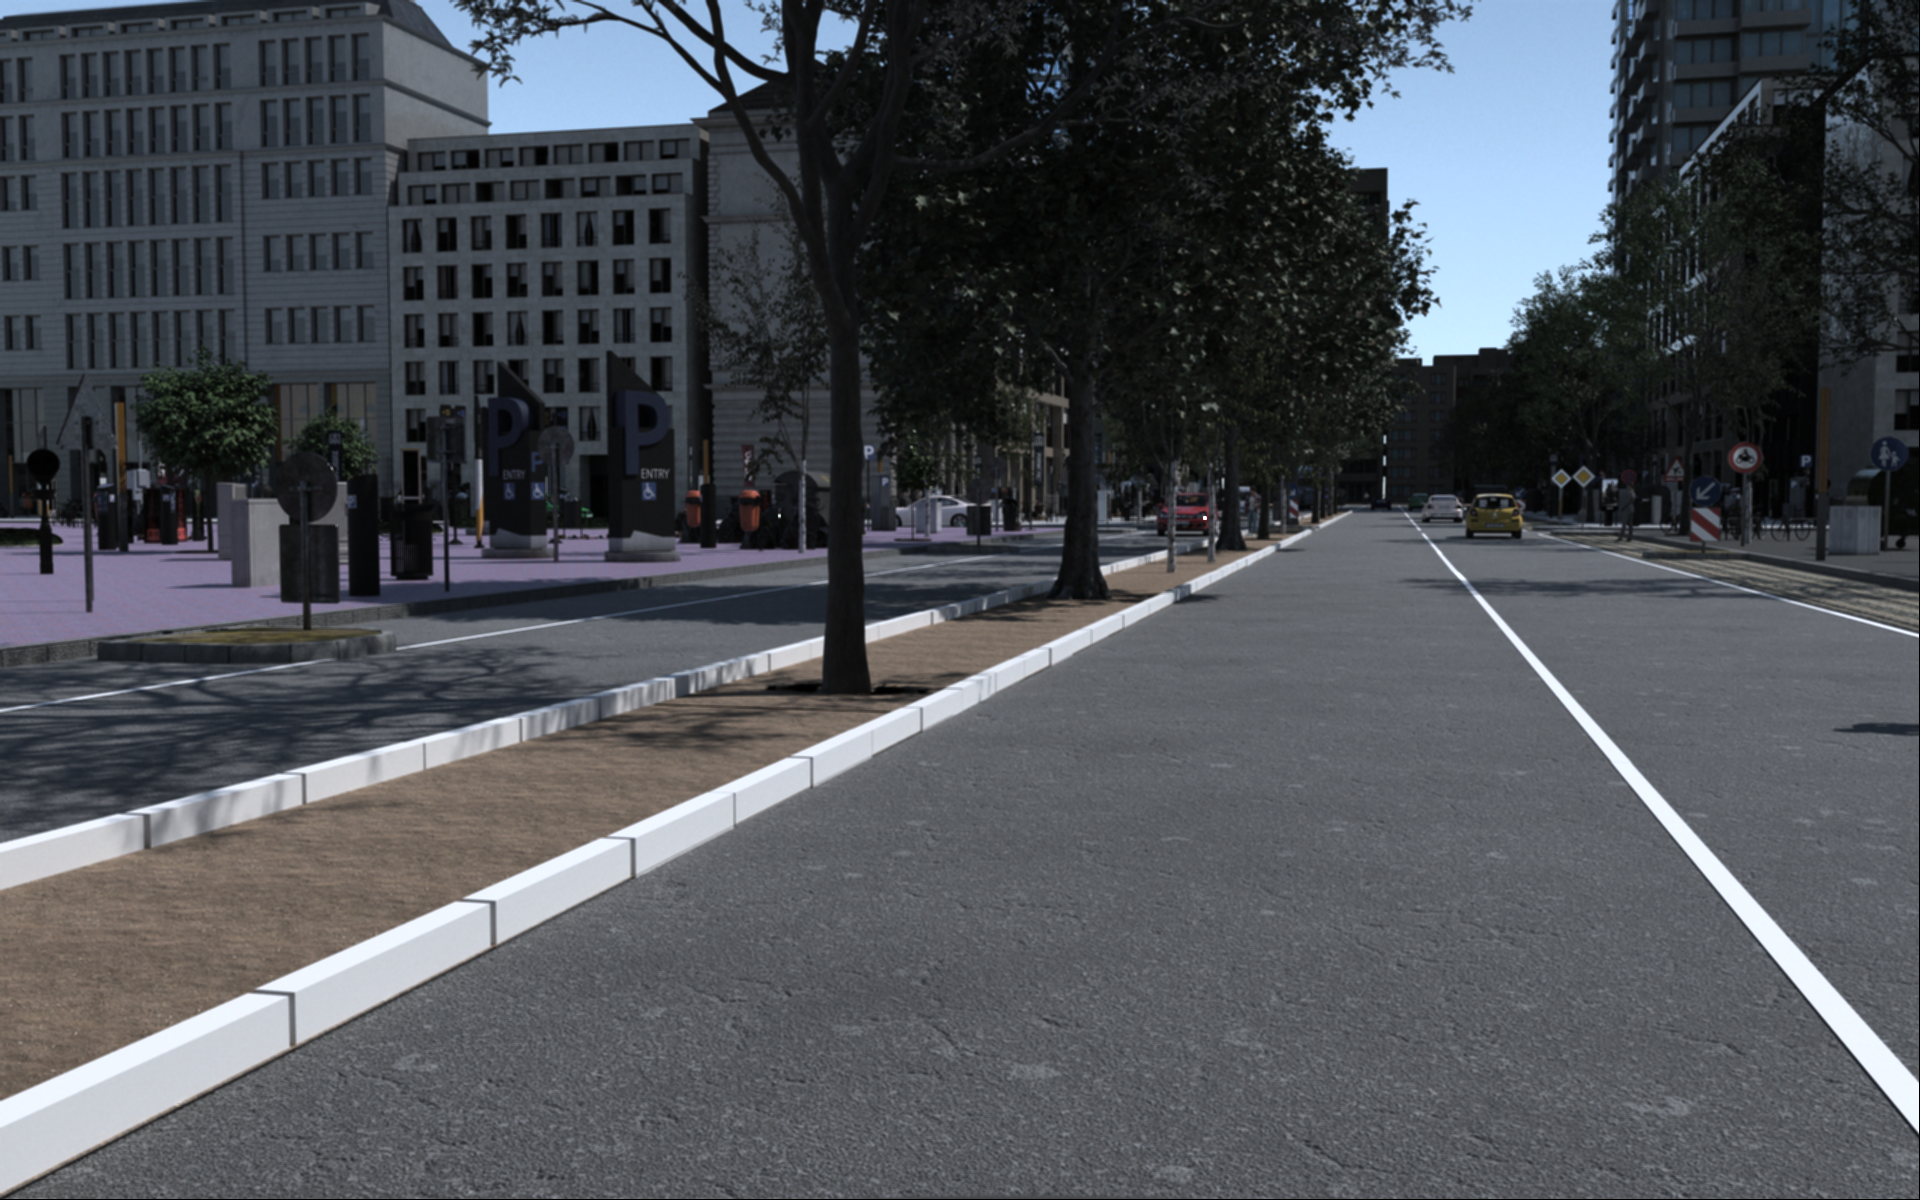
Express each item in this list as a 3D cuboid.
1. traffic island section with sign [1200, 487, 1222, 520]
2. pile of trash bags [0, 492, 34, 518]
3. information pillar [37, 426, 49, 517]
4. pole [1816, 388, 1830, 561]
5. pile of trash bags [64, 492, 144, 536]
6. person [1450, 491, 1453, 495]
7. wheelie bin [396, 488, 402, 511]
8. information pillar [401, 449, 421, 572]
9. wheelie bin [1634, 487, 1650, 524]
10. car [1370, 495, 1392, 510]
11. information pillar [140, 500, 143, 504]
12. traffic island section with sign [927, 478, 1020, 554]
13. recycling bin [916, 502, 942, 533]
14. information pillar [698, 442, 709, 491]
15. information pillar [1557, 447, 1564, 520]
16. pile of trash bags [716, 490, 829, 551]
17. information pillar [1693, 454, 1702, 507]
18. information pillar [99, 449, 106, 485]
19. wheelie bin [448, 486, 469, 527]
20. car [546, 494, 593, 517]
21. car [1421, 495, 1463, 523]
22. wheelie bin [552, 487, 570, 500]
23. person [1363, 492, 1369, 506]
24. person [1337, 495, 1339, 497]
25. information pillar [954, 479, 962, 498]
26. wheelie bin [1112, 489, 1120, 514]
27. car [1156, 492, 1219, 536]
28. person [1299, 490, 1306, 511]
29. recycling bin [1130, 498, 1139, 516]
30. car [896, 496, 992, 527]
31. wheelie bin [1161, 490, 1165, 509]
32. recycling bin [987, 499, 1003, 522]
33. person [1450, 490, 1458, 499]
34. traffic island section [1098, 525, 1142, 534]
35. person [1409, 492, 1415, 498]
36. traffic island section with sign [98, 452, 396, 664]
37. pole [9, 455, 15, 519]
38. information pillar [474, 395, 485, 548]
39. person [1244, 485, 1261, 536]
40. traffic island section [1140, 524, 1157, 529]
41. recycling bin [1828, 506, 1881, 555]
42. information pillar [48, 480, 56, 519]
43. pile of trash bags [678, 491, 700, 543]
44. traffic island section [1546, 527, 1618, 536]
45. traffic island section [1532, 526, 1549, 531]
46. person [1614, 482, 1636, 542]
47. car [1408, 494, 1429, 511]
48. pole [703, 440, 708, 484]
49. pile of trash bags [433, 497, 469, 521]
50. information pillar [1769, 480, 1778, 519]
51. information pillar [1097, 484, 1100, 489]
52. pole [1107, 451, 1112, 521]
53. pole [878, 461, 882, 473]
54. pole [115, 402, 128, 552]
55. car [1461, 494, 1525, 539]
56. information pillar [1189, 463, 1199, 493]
[{"bbox_3d":[13.602,-5.327,95.730,1.989,1.847,2.006,1,4,14],"label":"traffic island section with sign"},{"bbox_3d":[-52.121,-5.146,93.896,3.447,1.369,1.912,-2,4,-32],"label":"pile of trash bags"},{"bbox_3d":[-31.458,-4.163,59.418,0.504,3.616,0.183,2,4,32],"label":"information pillar"},{"bbox_3d":[16.625,-2.417,33.365,0.158,3.312,0.155,0,3,0],"label":"pole"},{"bbox_3d":[-25.732,-2.672,53.433,1.912,1.369,3.447,0,4,-1],"label":"pile of trash bags"},{"bbox_3d":[54.488,-11.175,191.884,0.621,1.740,0.551,0,4,-1],"label":"person"},{"bbox_3d":[-25.613,-4.418,80.150,0.693,1.594,0.980,1,4,15],"label":"wheelie bin"},{"bbox_3d":[-8.941,-1.453,28.249,0.304,2.012,0.304,-1,4,-16],"label":"information pillar"},{"bbox_3d":[29.216,-4.079,74.606,0.980,1.594,0.693,-3,4,-36],"label":"wheelie bin"},{"bbox_3d":[37.460,-8.654,154.070,1.945,1.354,3.894,1,4,13],"label":"car"},{"bbox_3d":[-34.041,-4.150,72.343,0.304,2.012,0.304,-3,4,-37],"label":"information pillar"},{"bbox_3d":[0.391,-2.061,42.320,1.989,1.847,2.006,1,4,14],"label":"traffic island section with sign"},{"bbox_3d":[-1.026,-2.705,56.773,0.722,1.027,0.722,1,4,13],"label":"recycling bin"},{"bbox_3d":[-11.398,-5.249,77.168,0.504,3.616,0.183,-1,4,-21],"label":"information pillar"},{"bbox_3d":[30.130,-5.837,86.785,0.183,3.616,0.504,2,4,32],"label":"information pillar"},{"bbox_3d":[-4.275,-1.865,40.243,1.912,1.369,3.447,1,4,17],"label":"pile of trash bags"},{"bbox_3d":[42.725,-6.670,100.406,0.504,3.616,0.183,-1,4,-14],"label":"information pillar"},{"bbox_3d":[-43.492,-5.901,87.841,0.183,3.616,0.504,1,4,10],"label":"information pillar"},{"bbox_3d":[-19.729,-3.679,68.068,0.980,1.594,0.693,1,4,20],"label":"wheelie bin"},{"bbox_3d":[-18.112,-4.019,74.503,4.718,1.807,1.959,1,4,13],"label":"car"},{"bbox_3d":[24.449,-4.615,87.824,2.083,1.381,4.827,1,4,13],"label":"car"},{"bbox_3d":[-18.454,-4.420,80.182,0.693,1.594,0.980,3,4,36],"label":"wheelie bin"},{"bbox_3d":[50.822,-12.688,216.879,0.436,1.711,0.756,-2,4,-31],"label":"person"},{"bbox_3d":[47.315,-12.735,216.585,0.709,1.838,0.599,3,4,37],"label":"person"},{"bbox_3d":[-0.098,-4.903,84.649,0.304,2.012,0.304,1,4,22],"label":"information pillar"},{"bbox_3d":[9.704,-6.272,110.461,0.693,1.594,0.980,0,4,6],"label":"wheelie bin"},{"bbox_3d":[7.919,-3.120,60.046,2.155,1.783,4.494,1,4,14],"label":"car"},{"bbox_3d":[28.336,-8.236,143.338,0.592,1.802,0.473,-1,4,-9],"label":"person"},{"bbox_3d":[10.430,-5.444,101.558,0.722,1.027,0.722,-2,4,-26],"label":"recycling bin"},{"bbox_3d":[-1.080,-3.539,70.223,4.827,1.381,2.083,1,4,14],"label":"car"},{"bbox_3d":[16.006,-7.901,137.089,0.693,1.594,0.980,-2,4,-25],"label":"wheelie bin"},{"bbox_3d":[1.658,-4.192,81.099,0.722,1.027,0.722,2,4,29],"label":"recycling bin"},{"bbox_3d":[47.164,-9.609,165.591,1.348,1.826,0.705,-2,4,-27],"label":"person"},{"bbox_3d":[5.442,-2.562,64.172,2.009,0.180,2.903,1,4,14],"label":"traffic island section"},{"bbox_3d":[54.294,-12.122,207.421,0.721,1.735,1.217,-3,4,-36],"label":"person"},{"bbox_3d":[-6.237,-0.426,15.594,1.989,1.847,2.006,1,4,14],"label":"traffic island section with sign"},{"bbox_3d":[-49.732,-5.931,90.807,0.158,3.312,0.155,0,3,0],"label":"pole"},{"bbox_3d":[-11.457,-3.051,41.243,0.183,3.616,0.504,0,4,-5],"label":"information pillar"},{"bbox_3d":[9.895,-3.007,58.496,0.563,1.720,0.643,2,4,24],"label":"person"},{"bbox_3d":[7.361,-3.036,71.924,2.009,0.180,2.903,1,4,14],"label":"traffic island section"},{"bbox_3d":[18.941,-1.475,36.669,0.722,1.027,0.722,-1,4,-20],"label":"recycling bin"},{"bbox_3d":[-46.795,-5.182,89.221,0.304,2.012,0.304,0,4,-1],"label":"information pillar"},{"bbox_3d":[-6.463,-2.165,45.145,1.912,1.369,3.447,1,4,9],"label":"pile of trash bags"},{"bbox_3d":[21.645,-2.317,60.171,2.009,0.180,2.903,1,4,14],"label":"traffic island section"},{"bbox_3d":[23.564,-2.792,67.923,2.009,0.180,2.903,1,4,14],"label":"traffic island section"},{"bbox_3d":[19.887,-2.631,51.790,0.573,1.790,0.520,1,4,22],"label":"person"},{"bbox_3d":[38.894,-8.424,146.525,1.959,1.807,4.718,1,4,13],"label":"car"},{"bbox_3d":[-9.553,-4.360,65.126,0.158,3.312,0.155,0,3,0],"label":"pole"},{"bbox_3d":[-23.819,-4.455,82.585,3.447,1.369,1.912,0,4,8],"label":"pile of trash bags"},{"bbox_3d":[41.784,-5.167,88.971,0.304,2.012,0.304,3,5,41],"label":"information pillar"},{"bbox_3d":[10.123,-7.567,128.215,0.304,2.012,0.304,-1,4,-14],"label":"information pillar"},{"bbox_3d":[7.158,-5.450,82.945,0.158,3.312,0.155,0,3,0],"label":"pole"},{"bbox_3d":[-3.604,-5.153,78.102,0.158,3.312,0.155,0,3,0],"label":"pole"},{"bbox_3d":[-18.723,-2.742,38.673,0.158,3.312,0.155,0,3,0],"label":"pole"},{"bbox_3d":[17.519,-2.855,56.906,2.015,1.641,3.980,1,4,15],"label":"car"},{"bbox_3d":[17.688,-8.481,130.020,0.504,3.616,0.183,0,4,1],"label":"information pillar"}]
